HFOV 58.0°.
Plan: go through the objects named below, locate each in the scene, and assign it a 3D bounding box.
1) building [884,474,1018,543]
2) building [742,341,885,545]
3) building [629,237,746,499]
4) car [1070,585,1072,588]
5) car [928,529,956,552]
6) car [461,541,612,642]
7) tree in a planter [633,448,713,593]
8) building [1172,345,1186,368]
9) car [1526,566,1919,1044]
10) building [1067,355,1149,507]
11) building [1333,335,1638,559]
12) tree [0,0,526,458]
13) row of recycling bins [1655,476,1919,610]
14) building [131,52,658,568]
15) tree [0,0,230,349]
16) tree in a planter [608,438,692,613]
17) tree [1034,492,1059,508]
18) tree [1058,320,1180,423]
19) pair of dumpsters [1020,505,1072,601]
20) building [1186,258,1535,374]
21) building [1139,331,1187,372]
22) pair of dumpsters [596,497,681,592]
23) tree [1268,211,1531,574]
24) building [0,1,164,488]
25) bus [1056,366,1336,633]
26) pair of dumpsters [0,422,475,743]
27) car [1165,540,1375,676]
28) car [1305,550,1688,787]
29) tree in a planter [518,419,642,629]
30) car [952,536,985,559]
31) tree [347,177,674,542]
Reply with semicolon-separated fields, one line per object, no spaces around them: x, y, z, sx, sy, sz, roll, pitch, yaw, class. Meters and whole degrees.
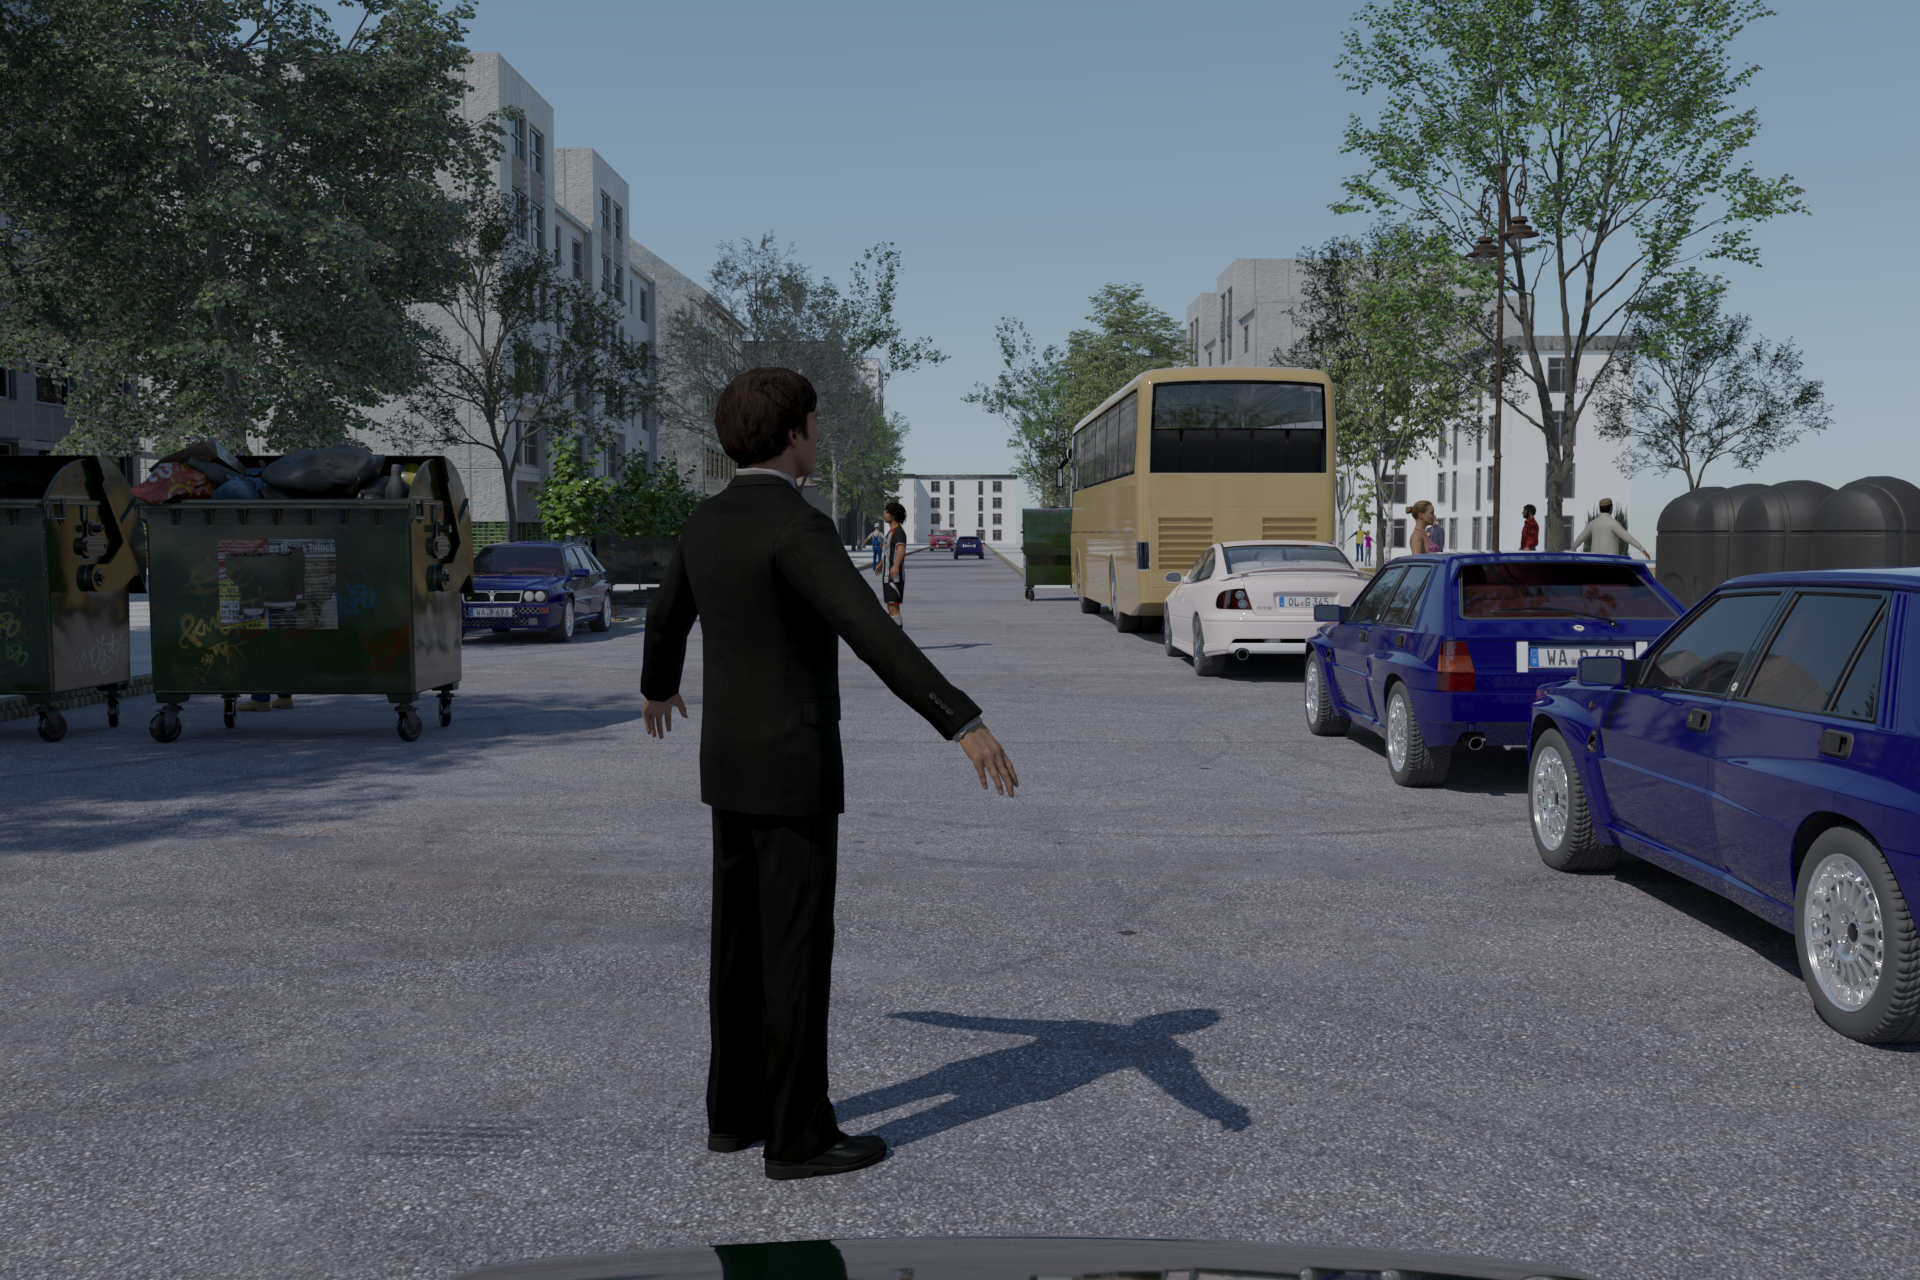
-6.085;-18.087;240.329;28.070;9.664;9.099;0;4;2;building
-23.431;-21.728;199.226;27.936;21.610;32.646;0;4;0;building
-25.325;-17.574;118.264;19.493;23.208;18.063;0;4;1;building
3.763;-1.967;44.747;1.945;1.354;3.894;0;4;0;car
-1.467;-8.159;142.073;2.281;1.827;5.304;0;3;0;car
-6.026;-0.708;24.155;1.945;1.354;3.894;0;3;0;car
-6.024;-2.389;36.278;1.991;3.239;1.994;0;3;0;tree in a planter
26.177;-19.395;173.535;16.016;20.090;11.380;0;4;0;building
3.363;0.390;6.209;1.945;1.354;3.894;0;4;0;car
27.004;-22.653;214.354;27.936;21.610;32.646;0;4;0;building
24.319;-8.882;87.376;9.099;9.664;28.070;0;4;1;building
-12.216;-7.481;28.963;9.857;13.997;8.962;0;3;0;tree
6.489;-0.404;13.713;1.069;1.692;3.534;0;3;0;row of recycling bins
-25.165;-13.044;79.725;16.747;18.905;31.486;0;4;0;building
-12.210;-5.143;18.500;7.601;10.594;8.767;3;5;42;tree
-6.011;-2.150;32.378;1.991;3.239;1.994;0;3;0;tree in a planter
12.965;-17.776;241.003;4.360;8.622;3.978;0;3;0;tree
5.613;-6.739;60.541;4.737;8.622;4.395;0;3;0;tree
3.522;-1.992;37.524;4.436;2.255;1.574;0;4;-1;pair of dumpsters
26.060;-15.495;119.809;16.747;18.905;31.486;0;3;0;building
24.520;-21.851;188.196;19.493;23.208;18.063;0;4;0;building
-5.758;-2.028;38.103;4.436;2.255;1.574;0;3;0;pair of dumpsters
12.136;-7.015;49.107;8.767;10.594;7.601;2;4;33;tree
-27.369;-13.291;35.717;11.959;24.771;22.079;0;4;1;building
3.417;-2.226;27.947;2.896;3.916;12.252;0;4;-1;bus
-5.835;-0.449;12.292;4.436;2.255;1.574;0;4;0;pair of dumpsters
3.321;-0.394;18.806;2.083;1.381;4.827;0;4;1;car
3.349;0.087;11.157;1.945;1.354;3.894;0;4;0;car
-6.081;-1.829;27.128;1.991;3.239;1.994;0;4;0;tree in a planter
0.491;-5.302;99.270;1.945;1.354;3.894;0;4;-1;car
-11.478;-6.717;44.228;8.767;10.594;7.601;-2;4;-32;tree
